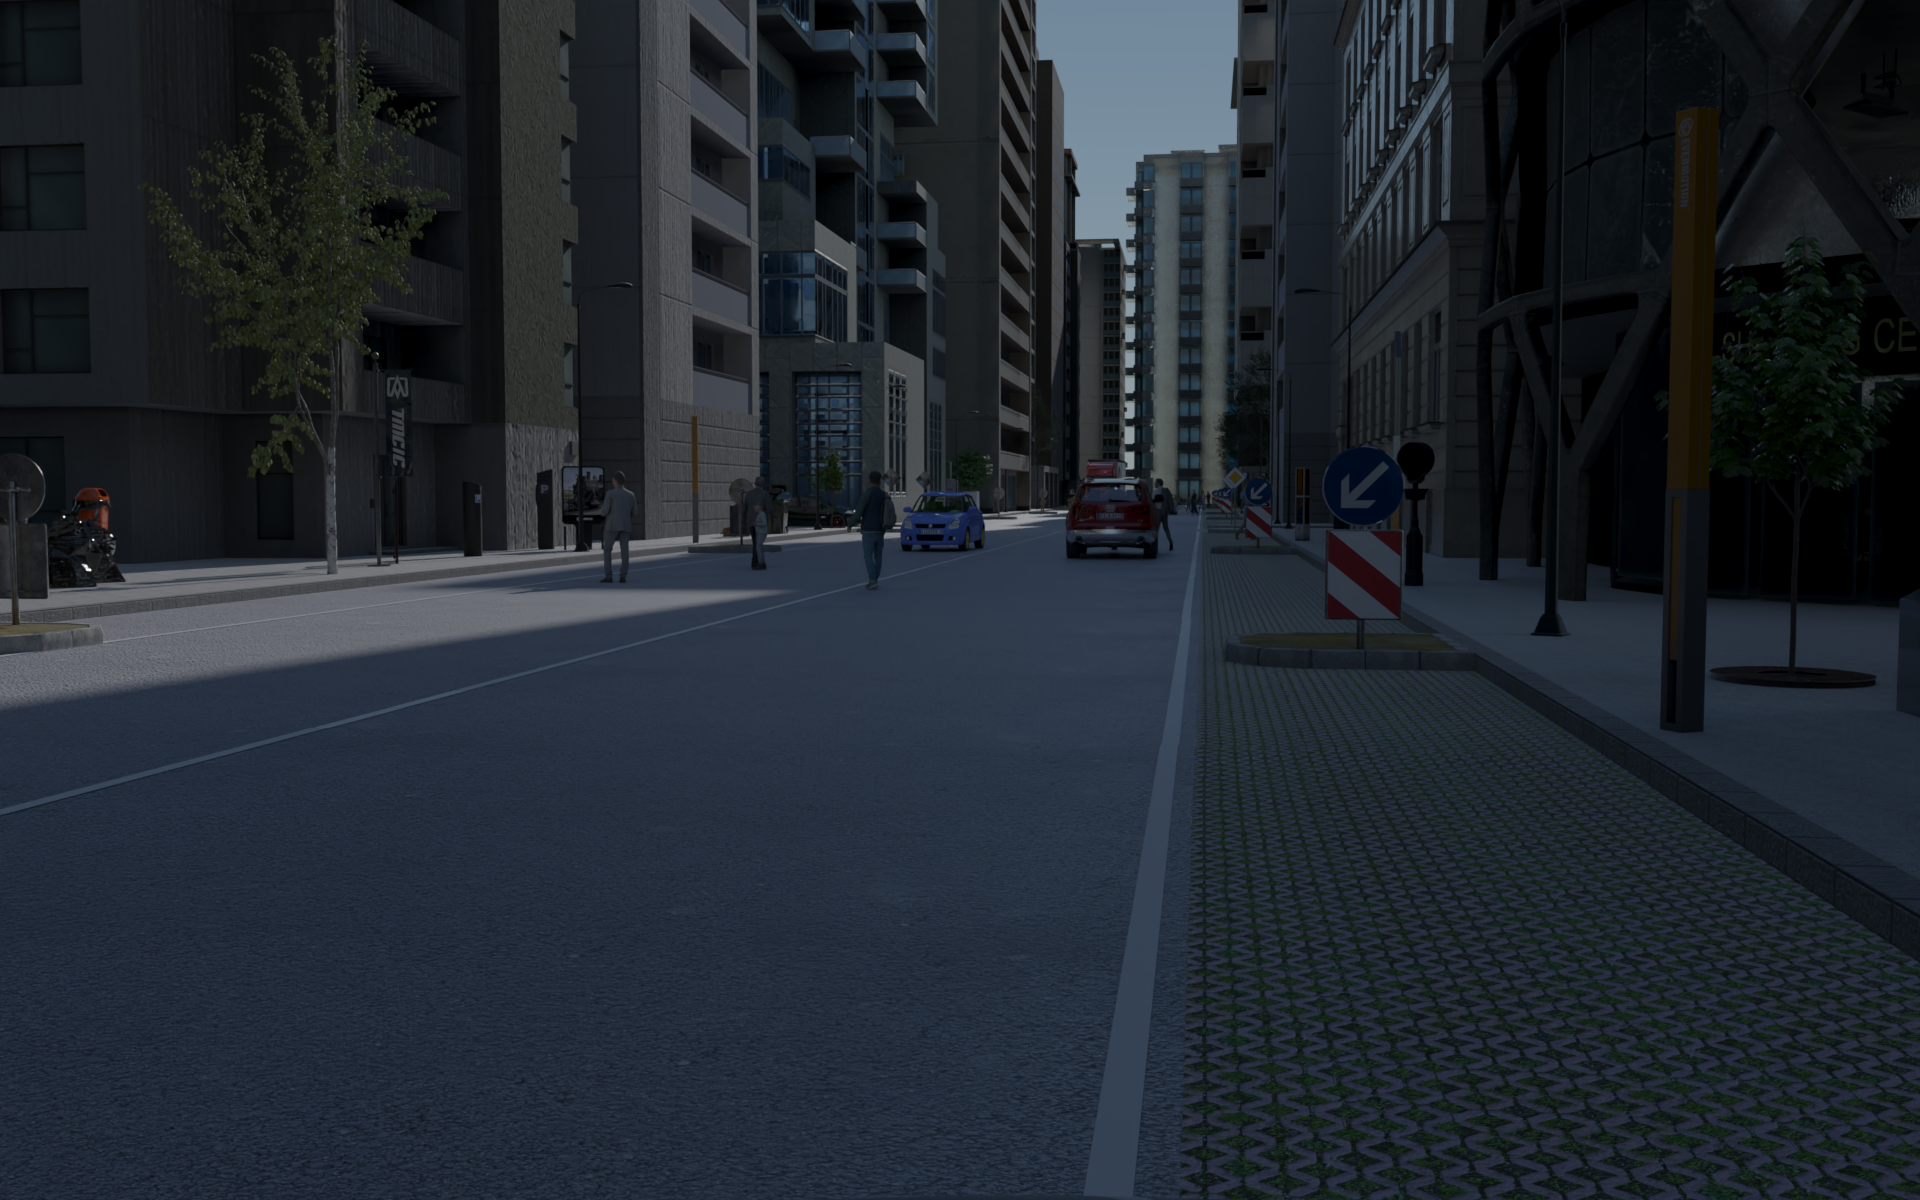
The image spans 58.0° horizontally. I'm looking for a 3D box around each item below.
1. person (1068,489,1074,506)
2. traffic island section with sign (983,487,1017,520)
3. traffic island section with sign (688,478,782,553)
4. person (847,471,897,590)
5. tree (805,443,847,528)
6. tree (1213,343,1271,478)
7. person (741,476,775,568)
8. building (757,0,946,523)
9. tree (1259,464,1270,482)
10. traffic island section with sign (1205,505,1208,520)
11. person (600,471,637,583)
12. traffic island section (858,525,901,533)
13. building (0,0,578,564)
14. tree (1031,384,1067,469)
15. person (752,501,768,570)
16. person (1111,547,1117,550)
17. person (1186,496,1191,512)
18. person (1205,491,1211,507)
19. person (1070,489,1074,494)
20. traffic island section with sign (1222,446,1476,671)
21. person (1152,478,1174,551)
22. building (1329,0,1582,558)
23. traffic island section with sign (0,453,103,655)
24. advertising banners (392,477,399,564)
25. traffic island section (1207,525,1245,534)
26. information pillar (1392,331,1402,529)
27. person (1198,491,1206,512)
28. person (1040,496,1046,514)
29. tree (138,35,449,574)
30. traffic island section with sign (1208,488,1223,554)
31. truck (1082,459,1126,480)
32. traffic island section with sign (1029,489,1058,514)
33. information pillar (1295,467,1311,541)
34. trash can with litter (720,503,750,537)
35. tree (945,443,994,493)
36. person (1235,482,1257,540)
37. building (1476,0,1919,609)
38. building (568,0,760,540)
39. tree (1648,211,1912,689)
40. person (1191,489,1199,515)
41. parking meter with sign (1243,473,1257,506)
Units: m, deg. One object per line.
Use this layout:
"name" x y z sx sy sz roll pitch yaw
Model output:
"person" 8.807 -7.790 136.050 0.728 1.800 0.709 1 4 16
"traffic island section with sign" 2.215 -5.465 97.973 1.989 1.847 2.006 0 4 8
"traffic island section with sign" -5.507 -2.098 42.930 1.989 1.847 2.006 0 4 8
"person" -1.299 -1.061 26.190 0.623 1.781 0.721 -3 5 -44
"tree" -4.795 -4.331 65.420 1.663 3.219 1.824 0 3 0
"tree" 19.028 -10.597 107.667 7.601 10.594 8.767 -2 4 -28
"person" -3.934 -1.535 33.992 0.661 1.777 0.834 1 4 15
"building" -12.096 -47.409 87.803 22.319 86.520 31.000 0 4 8
"tree" 16.881 -6.051 93.528 1.663 3.219 1.824 0 3 0
"traffic island section with sign" 14.780 -5.389 96.739 1.989 1.847 2.006 0 4 8
"person" -5.582 -1.186 28.097 0.606 1.804 0.583 -3 5 -44
"traffic island section" -2.646 -2.658 65.746 2.009 0.180 2.903 0 4 8
"building" -17.495 -16.239 37.212 14.160 30.474 14.107 0 4 8
"tree" 4.387 -12.427 137.589 8.767 10.594 7.601 0 4 7
"person" -3.782 -1.218 32.694 0.394 1.301 0.425 -3 4 -36
"person" 3.973 -2.206 44.693 0.709 1.813 0.853 -1 4 -23
"person" 18.452 -7.773 139.852 0.475 1.303 0.640 3 5 42
"person" 27.418 -11.209 192.289 0.750 1.759 0.617 -1 4 -16
"person" 9.933 -8.782 151.949 0.709 1.838 0.599 -3 4 -37
"traffic island section with sign" 3.309 -0.389 14.991 1.989 1.847 2.006 0 4 8
"person" 5.148 -2.165 43.996 0.679 1.850 0.850 -2 4 -29
"building" 18.876 -13.083 47.183 16.112 22.955 30.059 0 4 8
"traffic island section with sign" -9.259 -0.465 16.226 1.989 1.847 2.006 0 4 8
"advertising banners" -10.444 -2.193 32.037 0.090 3.025 2.074 -1 4 -19
"traffic island section" 10.170 -2.548 63.949 2.009 0.180 2.903 0 4 8
"information pillar" 6.234 -2.042 24.742 0.183 3.616 0.504 1 4 12
"person" 19.794 -8.091 141.625 0.563 1.720 0.643 -1 4 -21
"person" 5.838 -6.687 122.110 0.475 1.303 0.640 1 4 19
"tree" -10.312 -4.722 27.560 4.737 8.622 4.395 0 3 0
"traffic island section with sign" 7.053 -2.022 41.686 1.989 1.847 2.006 0 4 8
"truck" 11.924 -9.365 142.028 2.839 4.237 11.283 1 4 10
"traffic island section with sign" 6.038 -7.129 125.187 1.989 1.847 2.006 0 4 8
"information pillar" 9.405 -2.631 47.516 0.304 2.012 0.304 -3 5 -43
"trash can with litter" -6.746 -2.486 52.026 1.055 1.170 0.624 2 4 30
"tree" 0.612 -7.712 109.799 4.285 4.588 4.351 0 3 0
"person" 8.982 -2.777 53.994 0.778 1.811 0.616 -2 4 -26
"building" 15.648 -9.528 23.233 16.820 18.784 16.811 0 4 8
"building" -21.521 -31.481 56.708 28.212 58.520 21.231 0 4 8
"tree" 5.846 -1.056 11.875 1.663 3.219 1.824 0 3 0
"person" 15.927 -6.654 117.706 0.534 1.772 0.576 -3 5 -44
"parking meter with sign" 23.955 -8.905 141.856 1.738 3.016 0.543 -2 4 -35
